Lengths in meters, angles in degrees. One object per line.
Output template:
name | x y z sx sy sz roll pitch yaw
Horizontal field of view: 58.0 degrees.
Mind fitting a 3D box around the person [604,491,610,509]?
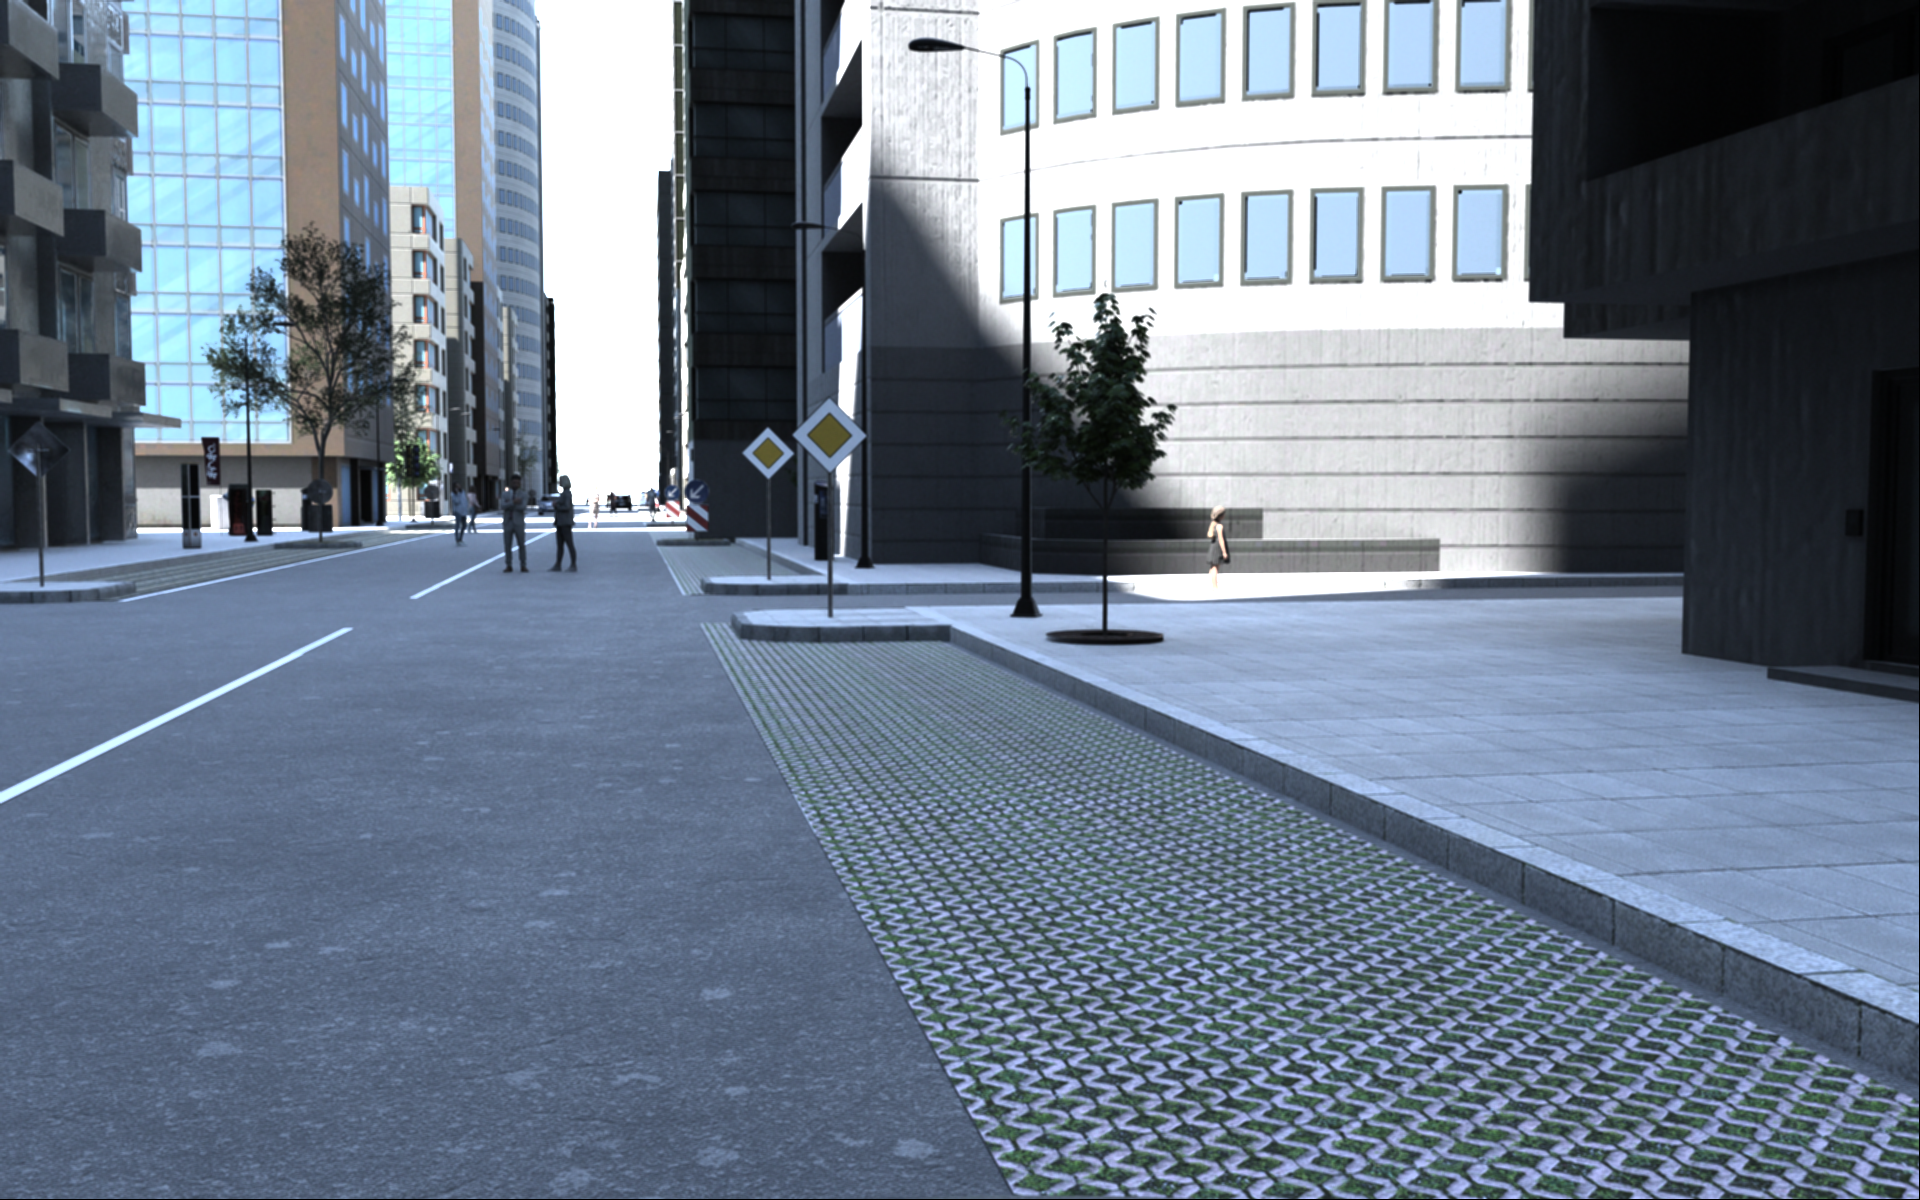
person | -34.426 -9.802 169.482 1.217 1.735 0.721 3 4 37

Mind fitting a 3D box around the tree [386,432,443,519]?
tree | -28.355 -6.445 89.085 4.285 4.588 4.351 0 3 0

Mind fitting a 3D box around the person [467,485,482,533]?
person | -17.807 -3.313 63.255 0.593 1.750 0.643 3 5 43

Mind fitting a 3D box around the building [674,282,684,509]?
building | -9.092 -18.203 142.666 27.650 21.520 28.899 -1 4 -11

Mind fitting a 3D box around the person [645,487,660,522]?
person | -15.757 -4.905 88.817 0.709 1.813 0.853 -1 4 -20

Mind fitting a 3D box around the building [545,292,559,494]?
building | -64.000 -28.821 242.923 14.160 30.474 14.107 -1 4 -11

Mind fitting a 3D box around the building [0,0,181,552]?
building | -30.776 -25.359 34.236 23.786 49.044 30.456 -1 4 -11

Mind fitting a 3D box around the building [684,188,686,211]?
building | 0.407 -14.885 88.409 27.650 21.520 28.899 -1 4 -11

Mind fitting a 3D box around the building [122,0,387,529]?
building | -31.128 -25.634 69.226 14.600 45.320 14.200 -1 4 -11

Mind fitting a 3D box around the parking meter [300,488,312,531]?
parking meter | -22.895 -3.197 60.675 0.372 1.533 0.369 0 3 0

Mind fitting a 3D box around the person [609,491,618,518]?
person | -21.152 -5.850 105.614 0.415 1.643 0.593 3 4 38

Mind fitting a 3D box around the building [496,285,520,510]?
building | -53.929 -18.787 152.201 27.650 21.520 28.899 -1 4 -11

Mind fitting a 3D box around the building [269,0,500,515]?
building | -42.907 -29.454 131.680 14.600 45.320 14.200 -1 4 -11

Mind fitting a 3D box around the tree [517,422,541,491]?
tree | -43.723 -13.527 171.527 4.360 8.622 3.978 0 3 0

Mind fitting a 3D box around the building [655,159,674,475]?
building | -32.336 -38.151 247.477 21.300 48.544 21.600 -1 4 -11

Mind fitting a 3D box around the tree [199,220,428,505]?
tree | -22.428 -7.683 60.028 8.767 10.594 7.601 0 4 6

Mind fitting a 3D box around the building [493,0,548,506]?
building | -57.122 -39.656 190.374 21.231 58.520 28.212 -1 4 -11

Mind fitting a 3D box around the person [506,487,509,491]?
person | -24.785 -5.301 95.188 0.660 1.820 0.620 -1 4 -13

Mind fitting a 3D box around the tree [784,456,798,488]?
tree | -3.926 -3.337 49.161 1.663 3.219 1.824 0 3 0

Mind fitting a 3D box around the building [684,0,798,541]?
building | -2.147 -17.490 57.666 14.160 30.474 14.107 -1 4 -11

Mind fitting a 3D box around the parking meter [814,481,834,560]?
parking meter | -2.636 -1.540 33.592 0.372 1.533 0.369 0 3 0

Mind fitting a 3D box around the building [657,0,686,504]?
building | -29.181 -48.151 225.514 20.563 71.187 20.611 -1 4 -11

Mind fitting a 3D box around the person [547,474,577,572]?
person | -7.359 -1.428 32.030 0.526 1.800 0.537 -1 4 -21

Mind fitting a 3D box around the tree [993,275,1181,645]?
tree | 1.366 -1.262 15.239 1.663 3.219 1.824 0 3 0

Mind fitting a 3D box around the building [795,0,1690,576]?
building | 11.289 -30.271 36.937 28.212 58.520 21.231 -1 4 -11

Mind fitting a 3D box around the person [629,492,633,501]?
person | -45.577 -14.067 239.433 0.756 1.711 0.436 1 4 17

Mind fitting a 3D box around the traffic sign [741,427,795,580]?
traffic sign | -2.855 -1.356 25.817 0.795 2.450 0.064 -1 4 -11

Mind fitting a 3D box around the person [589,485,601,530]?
person | -14.694 -3.724 69.729 0.599 1.781 0.374 -2 4 -34

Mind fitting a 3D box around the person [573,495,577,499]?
person | -33.543 -8.548 149.084 1.217 1.723 0.721 -2 4 -24

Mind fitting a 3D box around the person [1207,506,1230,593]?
person | 3.749 -0.727 25.059 0.373 1.253 0.362 0 4 -7

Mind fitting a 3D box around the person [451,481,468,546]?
person | -13.879 -2.401 48.017 0.793 1.790 0.793 -1 4 -10

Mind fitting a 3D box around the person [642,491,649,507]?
person | -33.370 -10.790 185.016 1.348 1.812 0.705 1 4 20

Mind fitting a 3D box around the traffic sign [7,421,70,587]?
traffic sign | -12.725 -1.242 23.954 0.795 2.450 0.064 -1 4 -11

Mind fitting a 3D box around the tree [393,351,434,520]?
tree | -27.445 -8.186 84.197 4.360 8.622 3.978 0 3 0

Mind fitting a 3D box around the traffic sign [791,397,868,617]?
traffic sign | -1.353 -0.877 17.974 0.795 2.450 0.064 -1 4 -11

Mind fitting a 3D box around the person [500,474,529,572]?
person | -8.191 -1.416 31.834 0.511 1.800 0.466 -1 4 -22

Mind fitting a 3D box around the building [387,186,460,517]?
building | -46.155 -16.162 109.295 27.650 21.520 28.899 -1 4 -11

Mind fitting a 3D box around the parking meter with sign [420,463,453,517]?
parking meter with sign | -29.403 -6.175 97.218 1.738 3.016 0.543 0 4 3

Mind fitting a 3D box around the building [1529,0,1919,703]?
building | 11.583 -14.643 11.113 14.160 30.474 14.107 -1 4 -11
